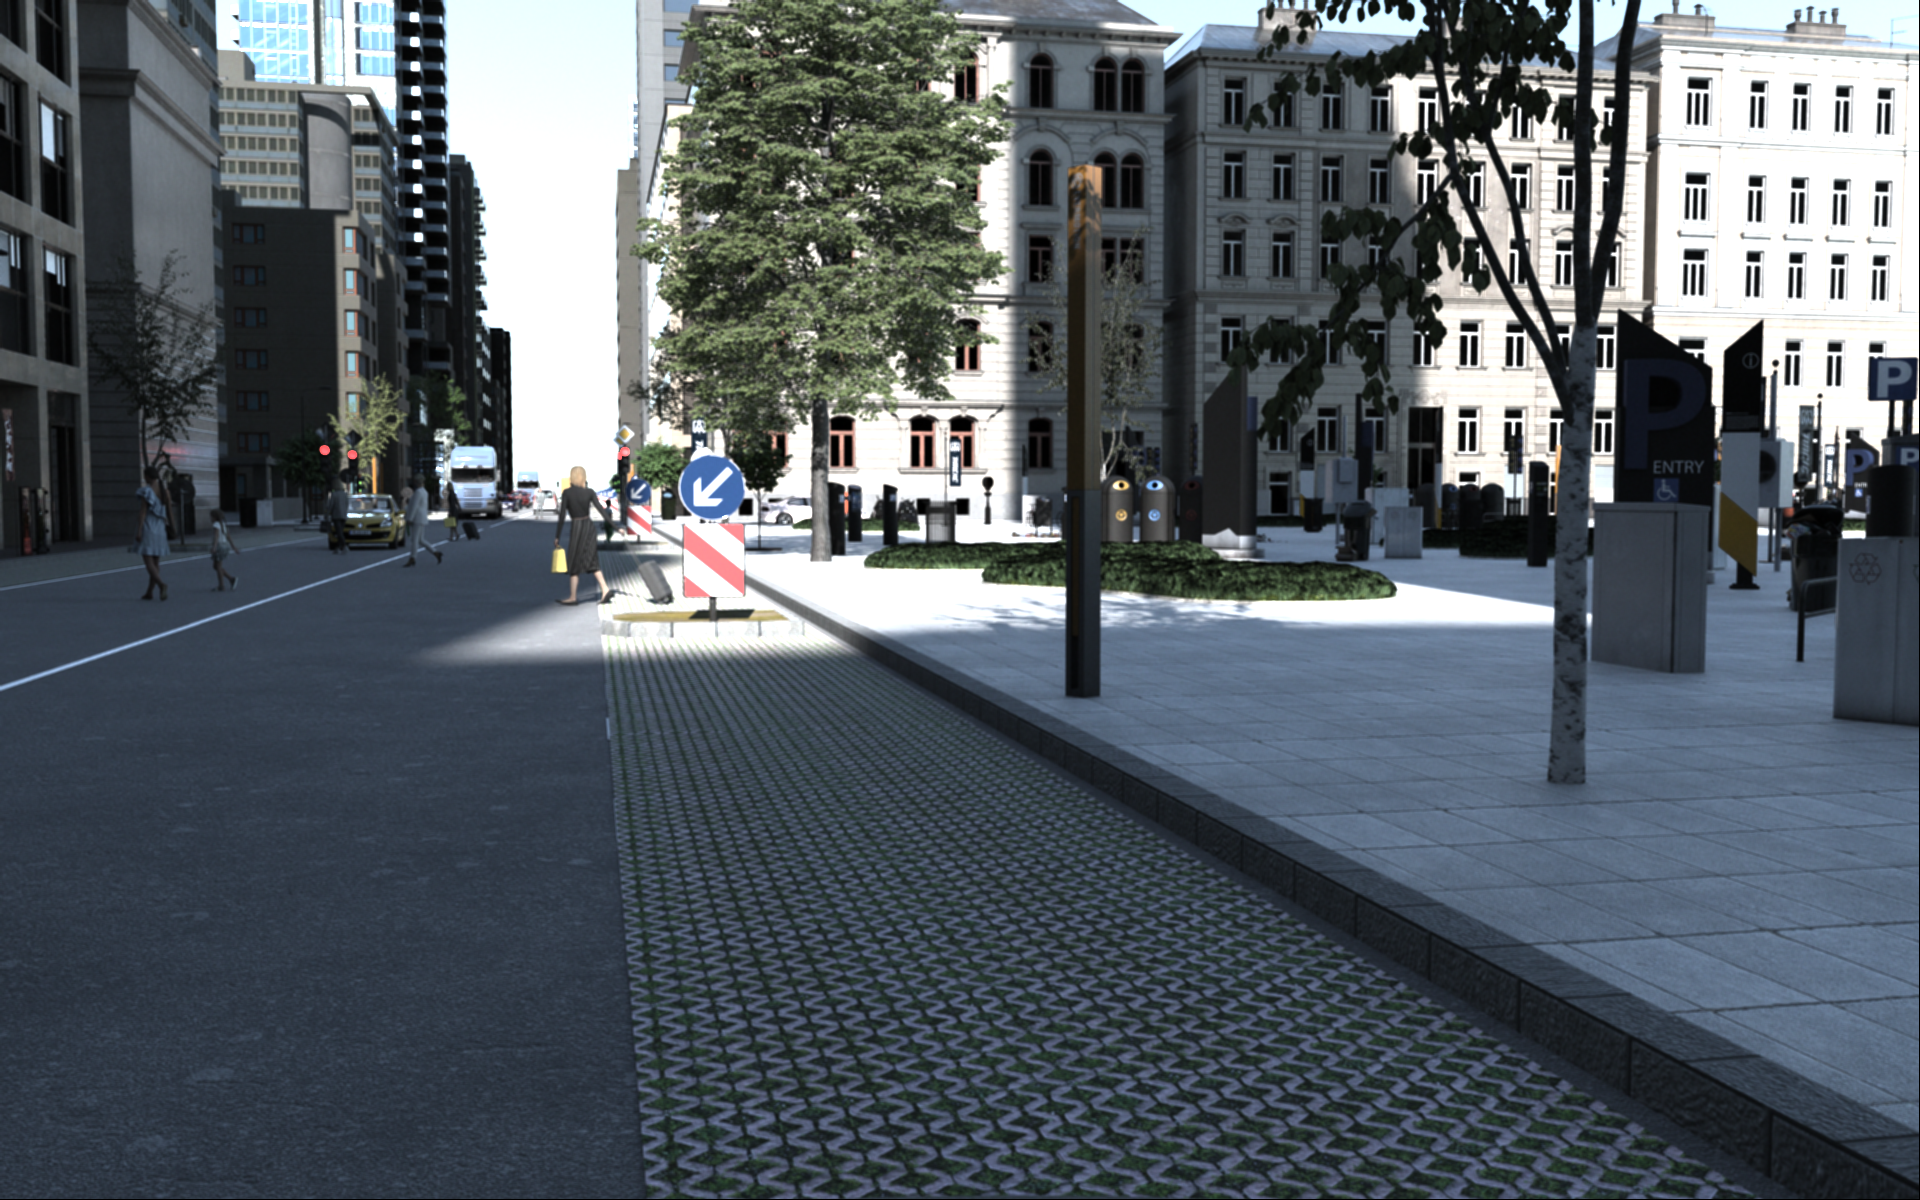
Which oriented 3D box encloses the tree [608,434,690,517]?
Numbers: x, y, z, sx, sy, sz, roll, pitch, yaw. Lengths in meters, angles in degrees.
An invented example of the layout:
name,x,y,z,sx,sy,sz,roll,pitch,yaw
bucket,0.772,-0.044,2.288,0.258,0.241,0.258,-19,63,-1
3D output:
name,x,y,z,sx,sy,sz,roll,pitch,yaw
tree,-16.526,-6.831,95.404,4.285,4.588,4.351,0,3,0

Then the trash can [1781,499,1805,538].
name,x,y,z,sx,sy,sz,roll,pitch,yaw
trash can,24.453,-2.406,50.994,0.748,1.137,0.748,0,3,0

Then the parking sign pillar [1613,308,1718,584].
name,x,y,z,sx,sy,sz,roll,pitch,yaw
parking sign pillar,10.181,-2.237,25.044,1.447,3.967,1.447,1,4,11

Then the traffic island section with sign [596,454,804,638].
name,x,y,z,sx,sy,sz,roll,pitch,yaw
traffic island section with sign,-2.736,-0.577,18.063,1.989,1.847,2.006,-1,4,-12

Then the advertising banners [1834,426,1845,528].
name,x,y,z,sx,sy,sz,roll,pitch,yaw
advertising banners,22.168,-2.905,43.691,0.090,3.025,2.074,1,4,22

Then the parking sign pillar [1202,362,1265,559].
name,x,y,z,sx,sy,sz,roll,pitch,yaw
parking sign pillar,5.439,-2.841,34.917,1.447,3.967,1.447,-2,4,-27

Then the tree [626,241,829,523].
name,x,y,z,sx,sy,sz,roll,pitch,yaw
tree,-7.884,-7.690,60.137,7.601,10.594,8.767,-2,4,-27

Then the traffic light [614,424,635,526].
name,x,y,z,sx,sy,sz,roll,pitch,yaw
traffic light,-13.488,-4.939,69.669,0.839,4.253,0.868,-1,4,-12

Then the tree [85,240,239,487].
name,x,y,z,sx,sy,sz,roll,pitch,yaw
tree,-23.823,-6.170,51.238,4.360,8.622,3.978,0,3,0

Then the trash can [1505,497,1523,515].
name,x,y,z,sx,sy,sz,roll,pitch,yaw
trash can,23.377,-3.761,73.145,0.748,1.137,0.748,0,3,0

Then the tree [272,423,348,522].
name,x,y,z,sx,sy,sz,roll,pitch,yaw
tree,-29.761,-5.858,79.484,4.285,4.588,4.351,0,3,0

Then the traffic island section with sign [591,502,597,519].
name,x,y,z,sx,sy,sz,roll,pitch,yaw
traffic island section with sign,-8.371,-2.189,44.425,1.989,1.847,2.006,-1,4,-12

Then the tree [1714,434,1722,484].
name,x,y,z,sx,sy,sz,roll,pitch,yaw
tree,21.772,-3.289,48.382,1.663,3.219,1.824,0,3,0

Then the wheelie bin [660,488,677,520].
name,x,y,z,sx,sy,sz,roll,pitch,yaw
wheelie bin,-14.274,-4.700,84.756,0.693,1.594,0.980,-2,4,-30

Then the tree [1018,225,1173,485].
name,x,y,z,sx,sy,sz,roll,pitch,yaw
tree,3.659,-5.764,44.602,4.360,8.622,3.978,0,3,0

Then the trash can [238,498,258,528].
name,x,y,z,sx,sy,sz,roll,pitch,yaw
trash can,-27.175,-3.332,66.129,0.748,1.137,0.748,0,3,0

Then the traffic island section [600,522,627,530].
name,x,y,z,sx,sy,sz,roll,pitch,yaw
traffic island section,-15.116,-3.384,77.601,2.009,0.180,2.903,-1,4,-12

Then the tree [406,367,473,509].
name,x,y,z,sx,sy,sz,roll,pitch,yaw
tree,-44.099,-13.304,143.269,9.928,11.665,9.643,0,3,0

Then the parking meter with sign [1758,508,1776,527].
name,x,y,z,sx,sy,sz,roll,pitch,yaw
parking meter with sign,31.095,-4.311,66.742,1.738,3.016,0.543,1,4,21

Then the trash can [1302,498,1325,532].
name,x,y,z,sx,sy,sz,roll,pitch,yaw
trash can,11.869,-2.847,58.198,0.748,1.137,0.748,0,3,0

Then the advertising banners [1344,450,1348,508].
name,x,y,z,sx,sy,sz,roll,pitch,yaw
advertising banners,15.201,-4.402,68.158,0.090,3.025,2.074,1,4,15

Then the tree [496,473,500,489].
name,x,y,z,sx,sy,sz,roll,pitch,yaw
tree,-60.835,-14.647,223.196,4.285,4.588,4.351,0,3,0

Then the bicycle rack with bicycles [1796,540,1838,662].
name,x,y,z,sx,sy,sz,roll,pitch,yaw
bicycle rack with bicycles,7.885,-0.001,13.405,2.852,0.926,2.925,3,5,41

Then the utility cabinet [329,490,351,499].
name,x,y,z,sx,sy,sz,roll,pitch,yaw
utility cabinet,-36.193,-5.657,101.163,1.173,1.500,0.318,0,4,6

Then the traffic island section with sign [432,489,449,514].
name,x,y,z,sx,sy,sz,roll,pitch,yaw
traffic island section with sign,-36.745,-7.055,123.984,1.989,1.847,2.006,-1,4,-12

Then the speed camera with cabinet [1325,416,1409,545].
name,x,y,z,sx,sy,sz,roll,pitch,yaw
speed camera with cabinet,10.373,-3.045,44.115,2.038,3.252,0.660,-1,4,-9

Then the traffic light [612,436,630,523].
name,x,y,z,sx,sy,sz,roll,pitch,yaw
traffic light,-15.157,-5.416,77.478,0.839,4.253,0.868,-1,4,-12

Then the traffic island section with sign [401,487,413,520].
name,x,y,z,sx,sy,sz,roll,pitch,yaw
traffic island section with sign,-31.108,-5.443,97.622,1.989,1.847,2.006,-1,4,-12

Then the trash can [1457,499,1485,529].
name,x,y,z,sx,sy,sz,roll,pitch,yaw
trash can,13.856,-2.163,47.014,0.748,1.137,0.748,0,3,0

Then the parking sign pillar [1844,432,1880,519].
name,x,y,z,sx,sy,sz,roll,pitch,yaw
parking sign pillar,38.908,-5.274,74.707,1.447,3.967,1.447,-2,4,-28

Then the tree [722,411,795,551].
name,x,y,z,sx,sy,sz,roll,pitch,yaw
tree,-4.596,-2.748,39.535,1.663,3.219,1.824,0,3,0

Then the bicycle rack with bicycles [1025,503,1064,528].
name,x,y,z,sx,sy,sz,roll,pitch,yaw
bicycle rack with bicycles,3.526,-3.270,66.854,2.852,0.926,2.925,2,4,28

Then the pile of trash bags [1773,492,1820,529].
name,x,y,z,sx,sy,sz,roll,pitch,yaw
pile of trash bags,30.564,-3.256,62.984,1.912,1.369,3.447,3,5,41

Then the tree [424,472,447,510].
name,x,y,z,sx,sy,sz,roll,pitch,yaw
tree,-42.389,-8.776,138.088,1.663,3.219,1.824,0,3,0

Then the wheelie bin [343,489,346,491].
name,x,y,z,sx,sy,sz,roll,pitch,yaw
wheelie bin,-35.666,-5.611,99.642,0.980,1.594,0.693,1,4,9

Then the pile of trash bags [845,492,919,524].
name,x,y,z,sx,sy,sz,roll,pitch,yaw
pile of trash bags,-3.318,-3.671,69.768,3.447,1.369,1.912,0,4,4

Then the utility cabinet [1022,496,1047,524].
name,x,y,z,sx,sy,sz,roll,pitch,yaw
utility cabinet,3.185,-3.841,73.956,1.020,1.237,0.306,0,4,4

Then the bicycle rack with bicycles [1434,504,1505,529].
name,x,y,z,sx,sy,sz,roll,pitch,yaw
bicycle rack with bicycles,17.831,-2.927,61.239,2.852,0.926,2.925,3,5,41

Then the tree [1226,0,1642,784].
name,x,y,z,sx,sy,sz,roll,pitch,yaw
tree,2.585,-3.505,7.674,4.737,8.622,4.395,0,3,0

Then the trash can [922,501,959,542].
name,x,y,z,sx,sy,sz,roll,pitch,yaw
trash can,-0.392,-1.430,35.028,0.748,1.137,0.748,0,3,0

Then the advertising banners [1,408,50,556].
name,x,y,z,sx,sy,sz,roll,pitch,yaw
advertising banners,-19.509,-2.444,36.145,0.090,3.025,2.074,0,4,-6

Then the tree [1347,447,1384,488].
name,x,y,z,sx,sy,sz,roll,pitch,yaw
tree,13.997,-4.004,60.062,1.663,3.219,1.824,0,3,0

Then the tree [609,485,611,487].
name,x,y,z,sx,sy,sz,roll,pitch,yaw
tree,-58.636,-18.233,292.717,1.663,3.219,1.824,0,3,0

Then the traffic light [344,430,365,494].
name,x,y,z,sx,sy,sz,roll,pitch,yaw
traffic light,-26.265,-5.271,75.097,0.839,4.253,0.868,-1,4,-12

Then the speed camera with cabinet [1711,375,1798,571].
name,x,y,z,sx,sy,sz,roll,pitch,yaw
speed camera with cabinet,12.890,-2.131,29.181,0.660,3.252,2.038,-3,5,-41

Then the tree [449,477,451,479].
name,x,y,z,sx,sy,sz,roll,pitch,yaw
tree,-46.926,-10.190,161.203,1.663,3.219,1.824,0,3,0

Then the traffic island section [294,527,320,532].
name,x,y,z,sx,sy,sz,roll,pitch,yaw
traffic island section,-24.638,-2.760,67.414,2.009,0.180,2.903,-1,4,-12

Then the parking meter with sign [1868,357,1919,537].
name,x,y,z,sx,sy,sz,roll,pitch,yaw
parking meter with sign,11.661,-1.540,21.432,0.543,3.016,1.738,1,4,19

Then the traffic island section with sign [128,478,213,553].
name,x,y,z,sx,sy,sz,roll,pitch,yaw
traffic island section with sign,-19.488,-2.118,43.255,1.989,1.847,2.006,-1,4,-12

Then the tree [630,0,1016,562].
name,x,y,z,sx,sy,sz,roll,pitch,yaw
tree,-2.290,-6.978,32.217,7.486,12.596,7.792,0,3,0

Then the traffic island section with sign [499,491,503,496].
name,x,y,z,sx,sy,sz,roll,pitch,yaw
traffic island section with sign,-52.867,-11.671,199.443,1.989,1.847,2.006,-1,4,-12

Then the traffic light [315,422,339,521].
name,x,y,z,sx,sy,sz,roll,pitch,yaw
traffic light,-24.596,-4.793,67.288,0.839,4.253,0.868,-1,4,-12

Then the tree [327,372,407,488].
name,x,y,z,sx,sy,sz,roll,pitch,yaw
tree,-35.282,-9.381,103.749,4.737,8.622,4.395,0,3,0

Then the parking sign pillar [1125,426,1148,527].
name,x,y,z,sx,sy,sz,roll,pitch,yaw
parking sign pillar,7.035,-4.930,69.072,1.447,3.967,1.447,2,4,30

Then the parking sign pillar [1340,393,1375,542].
name,x,y,z,sx,sy,sz,roll,pitch,yaw
parking sign pillar,10.964,-3.579,46.992,1.447,3.967,1.447,1,4,16
